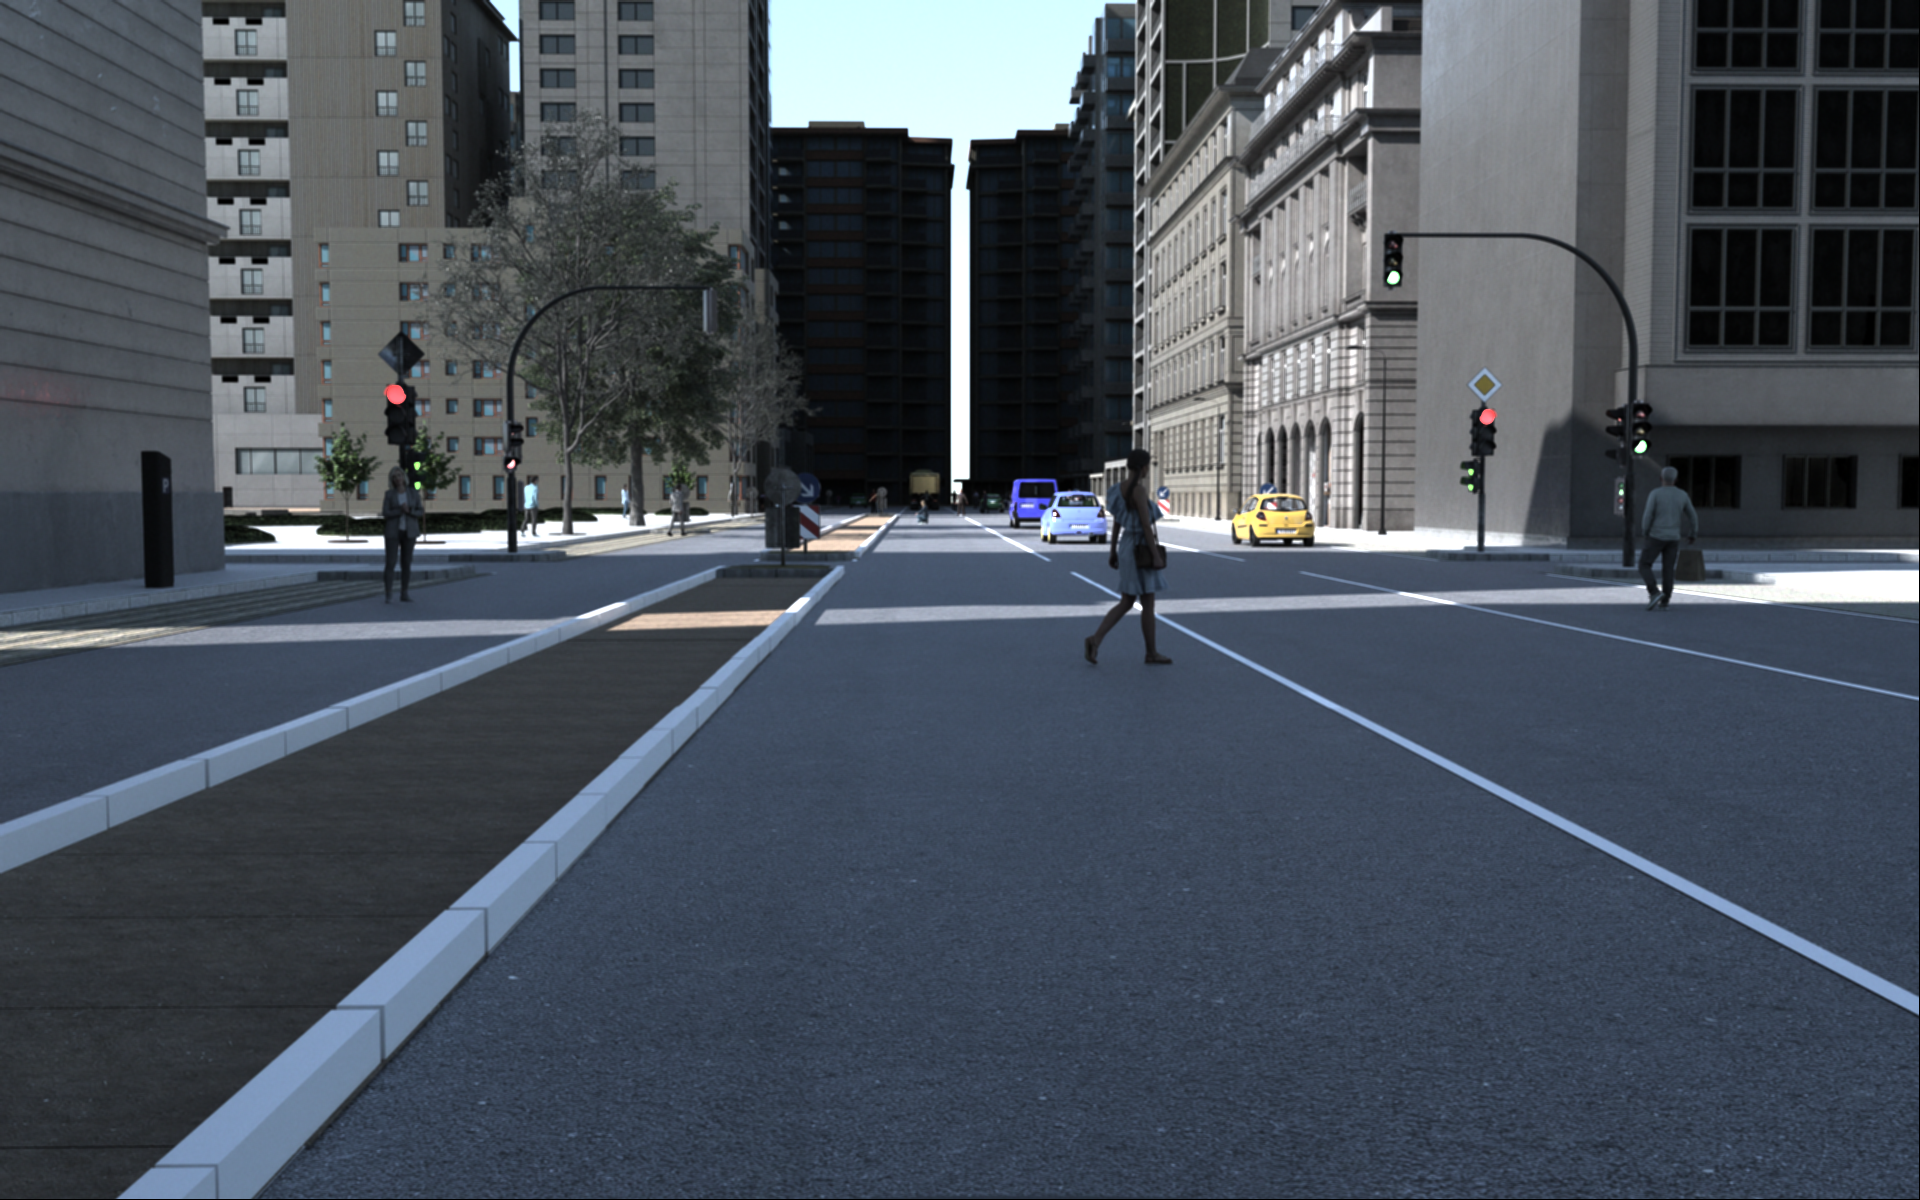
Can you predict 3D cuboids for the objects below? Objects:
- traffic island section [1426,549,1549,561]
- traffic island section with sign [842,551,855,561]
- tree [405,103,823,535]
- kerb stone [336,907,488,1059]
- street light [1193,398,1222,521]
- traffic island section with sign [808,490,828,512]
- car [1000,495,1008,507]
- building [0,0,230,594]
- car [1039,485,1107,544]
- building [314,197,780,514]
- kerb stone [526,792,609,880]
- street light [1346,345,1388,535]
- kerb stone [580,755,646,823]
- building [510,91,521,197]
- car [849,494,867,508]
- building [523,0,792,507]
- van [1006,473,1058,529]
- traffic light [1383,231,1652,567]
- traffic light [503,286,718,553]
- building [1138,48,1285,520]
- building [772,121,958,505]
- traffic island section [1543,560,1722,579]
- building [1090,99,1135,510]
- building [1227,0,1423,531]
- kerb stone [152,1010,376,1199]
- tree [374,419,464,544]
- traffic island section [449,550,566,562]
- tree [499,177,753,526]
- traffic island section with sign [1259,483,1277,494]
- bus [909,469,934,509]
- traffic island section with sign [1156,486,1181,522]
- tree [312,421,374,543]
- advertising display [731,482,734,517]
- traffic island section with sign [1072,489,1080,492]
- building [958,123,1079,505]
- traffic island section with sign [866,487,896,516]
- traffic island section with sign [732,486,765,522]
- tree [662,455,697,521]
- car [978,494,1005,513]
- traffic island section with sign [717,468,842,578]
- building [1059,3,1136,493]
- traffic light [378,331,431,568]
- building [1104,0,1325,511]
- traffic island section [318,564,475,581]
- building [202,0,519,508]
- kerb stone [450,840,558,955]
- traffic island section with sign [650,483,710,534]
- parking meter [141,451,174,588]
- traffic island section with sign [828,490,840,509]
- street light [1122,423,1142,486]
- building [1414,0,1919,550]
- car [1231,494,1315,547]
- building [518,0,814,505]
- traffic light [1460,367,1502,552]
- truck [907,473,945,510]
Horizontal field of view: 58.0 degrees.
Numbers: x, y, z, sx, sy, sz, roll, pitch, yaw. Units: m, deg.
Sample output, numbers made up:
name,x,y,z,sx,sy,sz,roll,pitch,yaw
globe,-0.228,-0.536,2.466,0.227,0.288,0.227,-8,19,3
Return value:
name,x,y,z,sx,sy,sz,roll,pitch,yaw
traffic island section,11.600,-0.992,38.504,2.009,0.180,2.903,0,4,-1
traffic island section with sign,-3.330,-1.815,37.815,2.006,1.907,1.989,0,4,-1
tree,-12.206,-8.792,54.113,12.009,13.543,11.850,0,3,0
kerb stone,-1.518,1.062,4.853,0.120,0.150,1.000,0,4,-1
street light,11.939,-6.794,83.622,1.470,5.913,1.316,0,4,-1
traffic island section with sign,-11.901,-8.019,139.746,1.989,1.847,2.006,0,4,-1
car,4.132,-9.476,167.505,1.945,1.354,3.894,0,4,-1
building,-23.441,-14.352,22.053,23.554,28.519,14.401,0,4,-1
car,3.332,-2.540,51.117,1.945,1.707,3.694,0,4,-2
building,-28.305,-17.259,127.217,27.650,21.520,28.899,0,4,-1
kerb stone,-1.561,0.936,6.898,0.120,0.150,1.000,0,4,-1
street light,12.744,-5.000,54.289,1.470,5.913,1.316,0,4,-1
kerb stone,-1.588,0.873,7.920,0.120,0.150,1.000,0,4,-1
building,-45.498,-35.867,206.034,30.456,49.044,23.786,0,4,-1
car,-10.419,-10.323,177.574,1.959,1.807,4.718,0,4,-3
building,-25.421,-43.583,150.832,20.563,71.187,20.611,0,4,-1
van,3.126,-4.220,73.381,2.240,2.365,5.245,0,4,-1
traffic light,9.659,-3.397,30.216,4.771,5.953,1.251,0,4,-1
traffic light,-7.706,-3.871,37.957,4.771,5.953,1.251,0,4,-1
building,19.921,-16.190,97.991,16.112,22.955,30.059,0,4,-1
building,-15.177,-33.734,206.183,28.867,44.769,22.147,0,4,-1
traffic island section,11.788,-0.504,30.521,2.009,0.180,2.903,0,4,-1
building,27.677,-27.818,146.701,32.217,40.220,23.993,0,4,-1
building,19.569,-13.987,70.484,13.314,21.916,24.055,0,4,-1
kerb stone,-1.498,1.129,3.831,0.120,0.150,1.000,0,4,-1
tree,-13.820,-3.057,44.588,1.663,3.219,1.824,0,3,0
traffic island section,-9.835,-0.962,38.007,2.009,0.180,2.903,0,4,-1
tree,-13.080,-9.938,69.140,9.857,13.997,8.962,0,3,0
traffic island section with sign,11.016,-3.347,63.353,1.989,1.847,2.006,0,4,-1
bus,-3.677,-11.102,173.064,2.896,3.916,12.252,0,4,0
traffic island section with sign,10.385,-4.995,90.301,1.989,1.847,2.006,0,4,-1
tree,-16.380,-3.137,45.890,1.663,3.219,1.824,0,3,0
advertising display,-12.645,-5.571,96.300,0.123,1.923,0.974,-1,4,-11
traffic island section with sign,9.215,-8.049,140.231,1.989,1.847,2.006,0,4,-1
building,13.668,-33.813,207.466,28.867,44.769,22.147,0,4,-1
traffic island section with sign,-5.106,-6.410,112.933,2.006,1.907,1.989,0,4,-1
traffic island section with sign,-10.727,-4.950,89.559,1.989,1.847,2.006,0,4,-1
tree,-13.392,-5.370,82.407,1.663,3.219,1.824,0,3,0
car,2.485,-7.529,134.897,2.131,1.459,4.920,0,4,-1
traffic island section with sign,-3.165,-1.362,30.410,2.006,1.907,1.989,0,4,-1
building,22.593,-33.901,173.896,23.786,49.044,30.456,0,4,-1
traffic light,-9.607,-2.506,29.890,0.839,4.253,0.868,0,4,-1
building,21.712,-41.874,122.890,20.563,71.187,20.611,0,4,-1
traffic island section,-9.647,-0.474,30.024,2.009,0.180,2.903,0,4,-1
building,-60.644,-35.664,172.344,27.495,52.752,28.713,0,4,-1
kerb stone,-1.537,0.998,5.875,0.120,0.150,1.000,0,4,-1
traffic island section with sign,-10.081,-3.302,62.611,1.989,1.847,2.006,0,4,-1
parking meter,-11.019,-1.106,23.795,0.255,1.863,0.399,0,4,0
traffic island section with sign,-12.537,-9.668,166.693,1.989,1.847,2.006,0,4,-1
street light,11.301,-8.608,113.285,1.470,5.913,1.316,0,4,-1
building,28.767,-13.810,44.860,30.058,24.678,14.314,0,4,-1
car,8.702,-2.336,48.413,2.015,1.641,3.980,0,4,-2
building,-31.271,-52.791,175.802,31.000,86.520,22.319,0,4,-1
traffic light,11.560,-3.026,38.389,0.839,4.253,0.868,0,4,-1
truck,-3.142,-9.845,156.892,3.469,3.379,9.791,0,4,0
